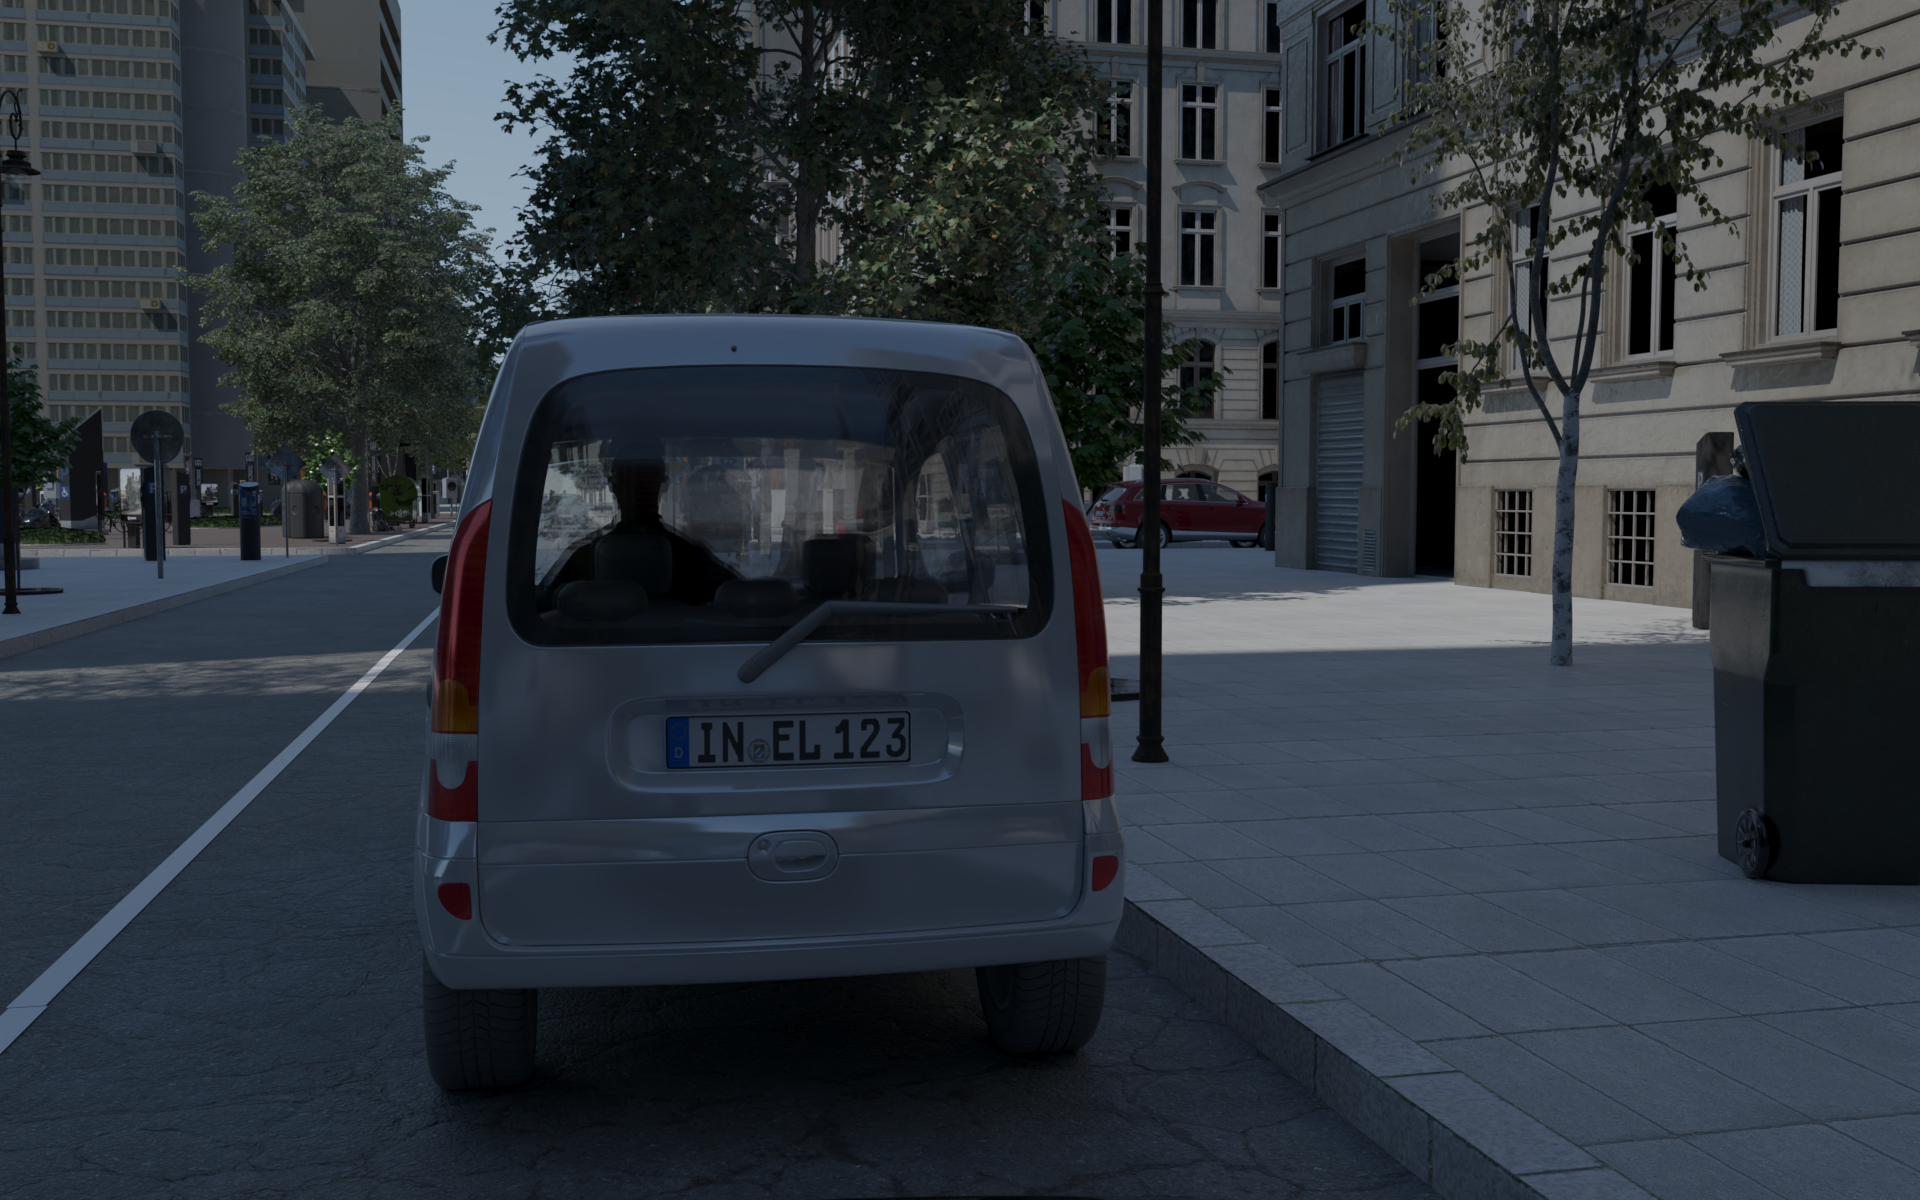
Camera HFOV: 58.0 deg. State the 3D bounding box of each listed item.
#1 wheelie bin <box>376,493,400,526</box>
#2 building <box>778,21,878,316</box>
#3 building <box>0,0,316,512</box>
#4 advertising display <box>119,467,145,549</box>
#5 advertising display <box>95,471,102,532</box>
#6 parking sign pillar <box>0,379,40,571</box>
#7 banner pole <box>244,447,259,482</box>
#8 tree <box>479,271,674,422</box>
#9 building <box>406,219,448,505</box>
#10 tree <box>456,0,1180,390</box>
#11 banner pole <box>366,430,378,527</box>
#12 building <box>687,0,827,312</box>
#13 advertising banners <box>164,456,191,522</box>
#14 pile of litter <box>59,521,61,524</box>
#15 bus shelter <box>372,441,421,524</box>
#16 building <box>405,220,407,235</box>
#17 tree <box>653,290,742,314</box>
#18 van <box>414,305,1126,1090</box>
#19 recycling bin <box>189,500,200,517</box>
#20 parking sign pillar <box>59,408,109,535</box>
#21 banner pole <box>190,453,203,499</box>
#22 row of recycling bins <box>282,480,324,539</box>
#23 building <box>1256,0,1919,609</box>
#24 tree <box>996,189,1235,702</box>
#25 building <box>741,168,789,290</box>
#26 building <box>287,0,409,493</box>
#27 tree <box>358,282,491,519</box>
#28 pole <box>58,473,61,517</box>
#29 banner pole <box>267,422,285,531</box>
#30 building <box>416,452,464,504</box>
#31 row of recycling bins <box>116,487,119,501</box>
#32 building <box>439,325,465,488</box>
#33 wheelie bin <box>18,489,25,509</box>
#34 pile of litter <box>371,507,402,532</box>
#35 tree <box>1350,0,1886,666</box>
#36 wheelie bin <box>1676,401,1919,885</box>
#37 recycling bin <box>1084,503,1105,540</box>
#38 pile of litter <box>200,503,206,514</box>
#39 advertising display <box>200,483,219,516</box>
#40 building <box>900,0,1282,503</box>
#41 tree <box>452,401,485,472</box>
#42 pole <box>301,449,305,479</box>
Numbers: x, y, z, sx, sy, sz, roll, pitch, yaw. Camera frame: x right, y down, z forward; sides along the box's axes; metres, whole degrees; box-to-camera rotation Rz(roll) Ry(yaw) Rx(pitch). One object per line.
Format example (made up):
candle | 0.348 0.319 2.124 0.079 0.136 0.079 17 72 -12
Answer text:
wheelie bin | -22.797 -3.746 69.157 0.980 1.594 0.693 -2 4 -29
building | -1.166 -17.562 84.396 12.463 27.353 25.104 -1 4 -13
building | -59.665 -26.305 121.966 32.217 40.220 23.993 -1 4 -13
advertising display | -19.556 -2.186 40.957 0.974 1.923 0.123 2 4 35
advertising display | -24.593 -2.707 49.469 0.123 1.923 0.974 -2 4 -28
parking sign pillar | -16.522 -2.506 29.442 1.447 3.967 1.447 3 4 39
banner pole | -37.305 -6.206 91.477 0.863 3.779 0.401 -3 4 -36
tree | -15.462 -10.318 79.071 12.009 13.543 11.850 0 3 0
building | -79.853 -31.728 210.641 32.217 40.220 23.993 -1 4 -13
tree | -1.976 -6.446 22.397 9.611 12.733 9.660 0 3 0
banner pole | -22.859 -4.725 67.275 0.401 3.779 0.863 1 4 15
building | -16.832 -28.514 149.790 14.154 41.232 14.086 -1 4 -13
advertising banners | -35.262 -5.014 78.162 0.090 3.025 2.074 1 4 8
pile of litter | -37.265 -3.568 72.308 1.719 0.858 1.176 3 4 38
bus shelter | -24.745 -5.207 76.414 1.731 3.624 6.357 -1 4 -13
building | -60.011 -23.983 163.823 14.160 30.474 14.107 -1 4 -13
tree | -8.474 -7.322 54.132 7.601 10.594 8.767 -3 5 -42
van | -0.743 0.083 5.651 2.013 2.044 4.112 -1 4 -11
recycling bin | -33.891 -3.888 76.126 0.722 1.027 0.722 -3 5 -41
parking sign pillar | -27.359 -4.004 53.938 1.447 3.967 1.447 1 4 21
banner pole | -46.162 -7.012 104.660 0.863 3.779 0.401 -3 4 -36
row of recycling bins | -19.385 -2.679 50.921 1.069 1.692 3.534 -2 4 -26
building | 15.829 -11.276 17.644 16.112 22.955 30.059 -1 4 -13
tree | 0.916 -1.008 11.078 1.663 3.219 1.824 0 3 0
building | -7.010 -16.331 108.813 13.314 21.916 24.055 -1 4 -13
building | -58.592 -31.903 145.310 21.300 48.544 21.600 -1 4 -13
tree | -27.616 -10.486 89.567 7.486 12.596 7.792 0 3 0
pole | -50.124 -6.273 96.410 0.158 3.312 0.155 0 3 0
banner pole | -23.546 -4.269 59.820 0.401 3.779 0.863 3 5 40
building | -83.256 -24.005 237.518 27.650 21.520 28.899 -1 4 -13
row of recycling bins | -48.348 -5.734 100.862 1.069 1.692 3.534 -1 4 -10
building | -81.963 -29.887 260.348 14.160 30.474 14.107 -1 4 -13
wheelie bin | -42.941 -4.337 78.821 0.980 1.594 0.693 0 4 2
pile of litter | -19.839 -2.799 59.729 1.176 0.858 1.719 -2 4 -24
tree | 4.663 -3.826 12.923 4.360 8.622 3.978 0 3 0
wheelie bin | 2.924 0.123 5.904 0.980 1.594 0.693 0 4 4
recycling bin | 3.609 -2.208 48.660 0.722 1.027 0.722 -2 4 -31
pile of litter | -45.453 -5.474 103.461 1.176 0.858 1.719 2 4 24
advertising display | -43.739 -5.855 100.950 0.974 1.923 0.123 -1 4 -12
building | 15.429 -15.026 64.752 34.723 24.649 14.460 -1 4 -13
tree | -34.254 -10.507 122.149 4.737 8.622 4.395 0 3 0
pole | -29.943 -5.206 78.953 0.158 3.312 0.155 0 3 0
